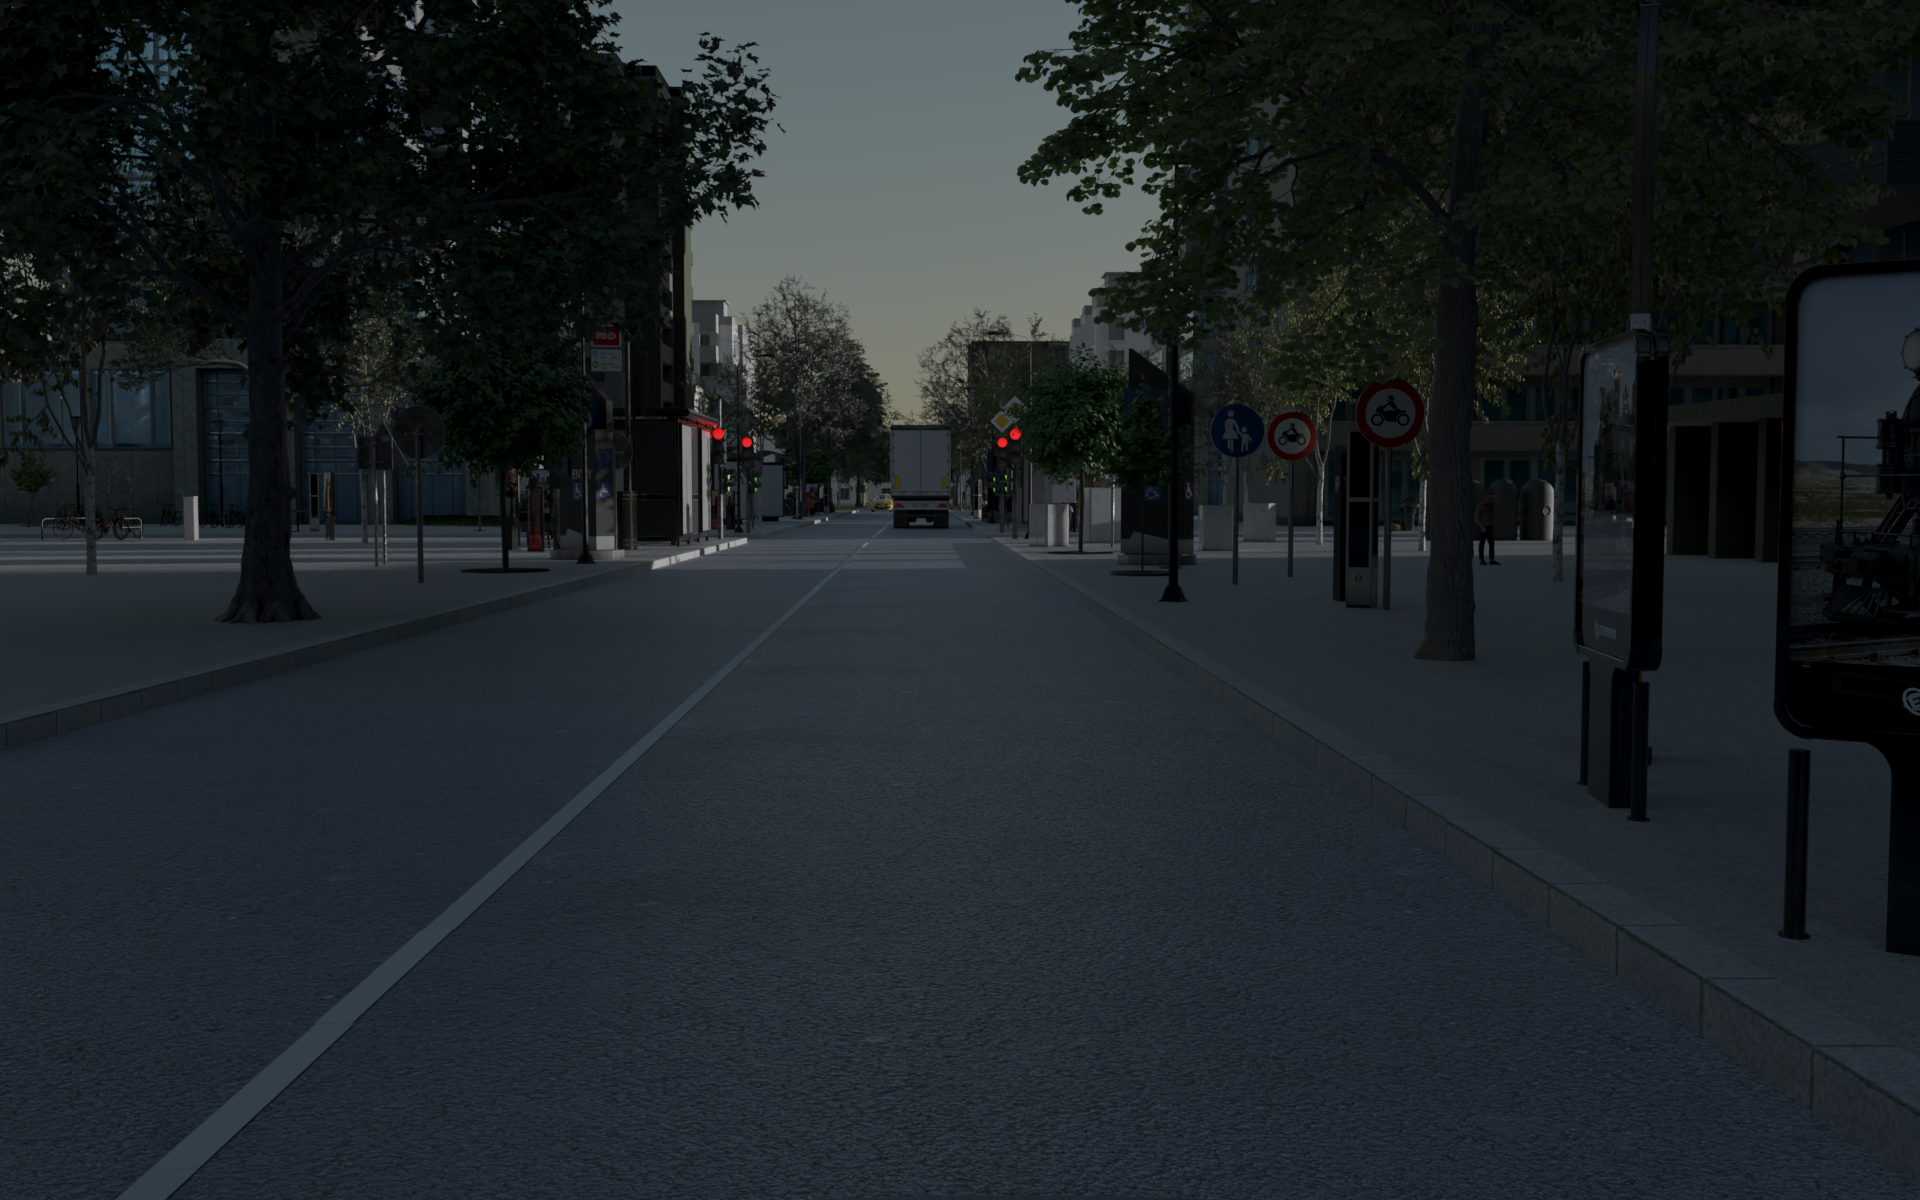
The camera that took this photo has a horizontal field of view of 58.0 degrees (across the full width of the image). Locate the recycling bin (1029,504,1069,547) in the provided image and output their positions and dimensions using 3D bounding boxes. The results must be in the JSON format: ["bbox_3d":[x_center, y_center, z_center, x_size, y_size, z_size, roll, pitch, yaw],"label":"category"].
[{"bbox_3d":[2.175,-1.829,42.461,0.722,1.027,0.722,-3,4,-36],"label":"recycling bin"}]

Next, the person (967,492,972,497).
[{"bbox_3d":[1.477,-12.214,205.761,1.348,1.821,0.705,-1,4,-17],"label":"person"}]

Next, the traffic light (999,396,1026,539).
[{"bbox_3d":[1.548,-3.702,49.450,0.839,4.253,0.868,0,4,-1],"label":"traffic light"}]

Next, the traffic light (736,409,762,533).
[{"bbox_3d":[-6.988,-4.178,57.233,0.839,4.253,0.868,0,4,-1],"label":"traffic light"}]

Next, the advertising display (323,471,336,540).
[{"bbox_3d":[-17.563,-2.632,48.240,0.123,1.923,0.974,-2,4,-32],"label":"advertising display"}]

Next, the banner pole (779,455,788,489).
[{"bbox_3d":[-11.417,-7.439,111.652,0.863,3.779,0.401,1,4,22],"label":"banner pole"}]

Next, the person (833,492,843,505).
[{"bbox_3d":[-13.920,-11.714,198.279,1.217,1.735,0.721,-1,4,-11],"label":"person"}]

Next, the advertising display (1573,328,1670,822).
[{"bbox_3d":[2.722,-0.121,7.185,0.123,1.923,0.974,0,4,7],"label":"advertising display"}]

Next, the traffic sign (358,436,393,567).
[{"bbox_3d":[-10.267,-1.731,30.430,0.606,2.300,0.079,0,4,1],"label":"traffic sign"}]

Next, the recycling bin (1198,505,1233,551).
[{"bbox_3d":[5.796,-1.631,39.227,0.722,1.027,0.722,0,4,-1],"label":"recycling bin"}]

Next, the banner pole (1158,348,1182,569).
[{"bbox_3d":[3.637,-2.447,30.023,0.401,3.779,0.863,0,4,2],"label":"banner pole"}]

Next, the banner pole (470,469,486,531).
[{"bbox_3d":[-16.762,-4.276,59.932,0.863,3.779,0.401,3,5,45],"label":"banner pole"}]

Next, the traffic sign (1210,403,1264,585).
[{"bbox_3d":[3.902,-1.491,24.477,0.768,2.556,0.104,0,4,1],"label":"traffic sign"}]

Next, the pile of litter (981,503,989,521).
[{"bbox_3d":[1.506,-4.119,81.310,1.176,0.858,1.719,1,4,16],"label":"pile of litter"}]

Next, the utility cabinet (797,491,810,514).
[{"bbox_3d":[-9.951,-6.315,111.931,1.173,1.500,0.318,-1,4,-17],"label":"utility cabinet"}]

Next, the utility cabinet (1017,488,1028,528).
[{"bbox_3d":[2.613,-3.410,64.428,1.173,1.500,0.318,-1,4,-15],"label":"utility cabinet"}]

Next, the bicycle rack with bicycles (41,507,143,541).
[{"bbox_3d":[-24.222,-2.165,48.782,2.852,0.926,2.925,1,4,21],"label":"bicycle rack with bicycles"}]

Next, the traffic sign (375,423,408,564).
[{"bbox_3d":[-10.493,-1.928,31.534,0.884,2.594,0.081,0,4,2],"label":"traffic sign"}]

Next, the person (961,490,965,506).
[{"bbox_3d":[0.452,-11.012,186.534,0.683,1.767,0.568,1,4,17],"label":"person"}]

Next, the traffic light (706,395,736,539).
[{"bbox_3d":[-6.810,-3.690,49.250,0.839,4.253,0.868,0,4,-1],"label":"traffic light"}]

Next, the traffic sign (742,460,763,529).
[{"bbox_3d":[-7.606,-3.878,63.507,0.768,2.556,0.104,0,4,5],"label":"traffic sign"}]

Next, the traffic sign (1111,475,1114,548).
[{"bbox_3d":[3.658,-2.533,41.520,0.768,2.556,0.104,0,4,2],"label":"traffic sign"}]

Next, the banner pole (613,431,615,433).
[{"bbox_3d":[-12.063,-4.271,59.842,0.401,3.779,0.863,-3,5,-45],"label":"banner pole"}]

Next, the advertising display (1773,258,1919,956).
[{"bbox_3d":[2.770,0.029,4.732,0.974,1.923,0.123,2,4,34],"label":"advertising display"}]

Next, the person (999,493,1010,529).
[{"bbox_3d":[1.628,-3.251,63.099,0.435,1.345,0.340,0,4,0],"label":"person"}]

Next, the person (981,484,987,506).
[{"bbox_3d":[1.358,-5.121,89.897,0.598,1.807,0.434,-2,4,-32],"label":"person"}]

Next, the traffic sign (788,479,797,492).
[{"bbox_3d":[-11.324,-7.162,117.204,0.768,2.556,0.104,0,4,4],"label":"traffic sign"}]

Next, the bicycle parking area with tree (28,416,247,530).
[{"bbox_3d":[-30.538,-4.797,65.429,8.231,4.147,9.016,-2,4,-30],"label":"bicycle parking area with tree"}]

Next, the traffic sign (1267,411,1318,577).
[{"bbox_3d":[5.099,-1.624,26.658,0.768,2.556,0.104,0,4,5],"label":"traffic sign"}]

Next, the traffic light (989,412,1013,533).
[{"bbox_3d":[1.371,-4.190,57.433,0.839,4.253,0.868,0,4,-1],"label":"traffic light"}]

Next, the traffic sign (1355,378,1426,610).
[{"bbox_3d":[4.736,-1.165,19.154,0.768,2.556,0.104,0,4,2],"label":"traffic sign"}]

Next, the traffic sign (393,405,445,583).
[{"bbox_3d":[-7.783,-1.518,24.928,0.768,2.556,0.104,0,4,5],"label":"traffic sign"}]

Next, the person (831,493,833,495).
[{"bbox_3d":[-15.208,-12.003,202.309,1.348,1.822,0.705,-1,4,-19],"label":"person"}]

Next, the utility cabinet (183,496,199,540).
[{"bbox_3d":[-21.544,-2.283,48.485,0.306,1.237,1.020,-1,4,-18],"label":"utility cabinet"}]

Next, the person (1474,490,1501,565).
[{"bbox_3d":[9.565,-1.310,31.365,0.435,1.345,0.340,-3,5,-42],"label":"person"}]

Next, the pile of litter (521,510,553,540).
[{"bbox_3d":[-11.656,-2.111,48.479,1.176,0.858,1.719,2,4,34],"label":"pile of litter"}]

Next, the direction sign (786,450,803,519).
[{"bbox_3d":[-8.478,-5.916,88.730,0.876,3.537,0.379,0,4,-7],"label":"direction sign"}]

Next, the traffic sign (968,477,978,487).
[{"bbox_3d":[0.938,-7.670,125.511,0.768,2.556,0.104,0,4,1],"label":"traffic sign"}]

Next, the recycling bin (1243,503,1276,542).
[{"bbox_3d":[8.125,-2.104,46.950,0.722,1.027,0.722,2,4,27],"label":"recycling bin"}]

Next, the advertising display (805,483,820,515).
[{"bbox_3d":[-8.849,-6.037,103.918,0.974,1.923,0.123,2,4,32],"label":"advertising display"}]

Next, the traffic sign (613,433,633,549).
[{"bbox_3d":[-7.238,-2.214,36.298,0.768,2.556,0.104,0,4,3],"label":"traffic sign"}]

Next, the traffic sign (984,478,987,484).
[{"bbox_3d":[2.231,-8.108,132.677,0.768,2.556,0.104,0,4,2],"label":"traffic sign"}]

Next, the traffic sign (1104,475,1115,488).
[{"bbox_3d":[4.958,-3.519,57.636,0.768,2.556,0.104,0,4,7],"label":"traffic sign"}]
